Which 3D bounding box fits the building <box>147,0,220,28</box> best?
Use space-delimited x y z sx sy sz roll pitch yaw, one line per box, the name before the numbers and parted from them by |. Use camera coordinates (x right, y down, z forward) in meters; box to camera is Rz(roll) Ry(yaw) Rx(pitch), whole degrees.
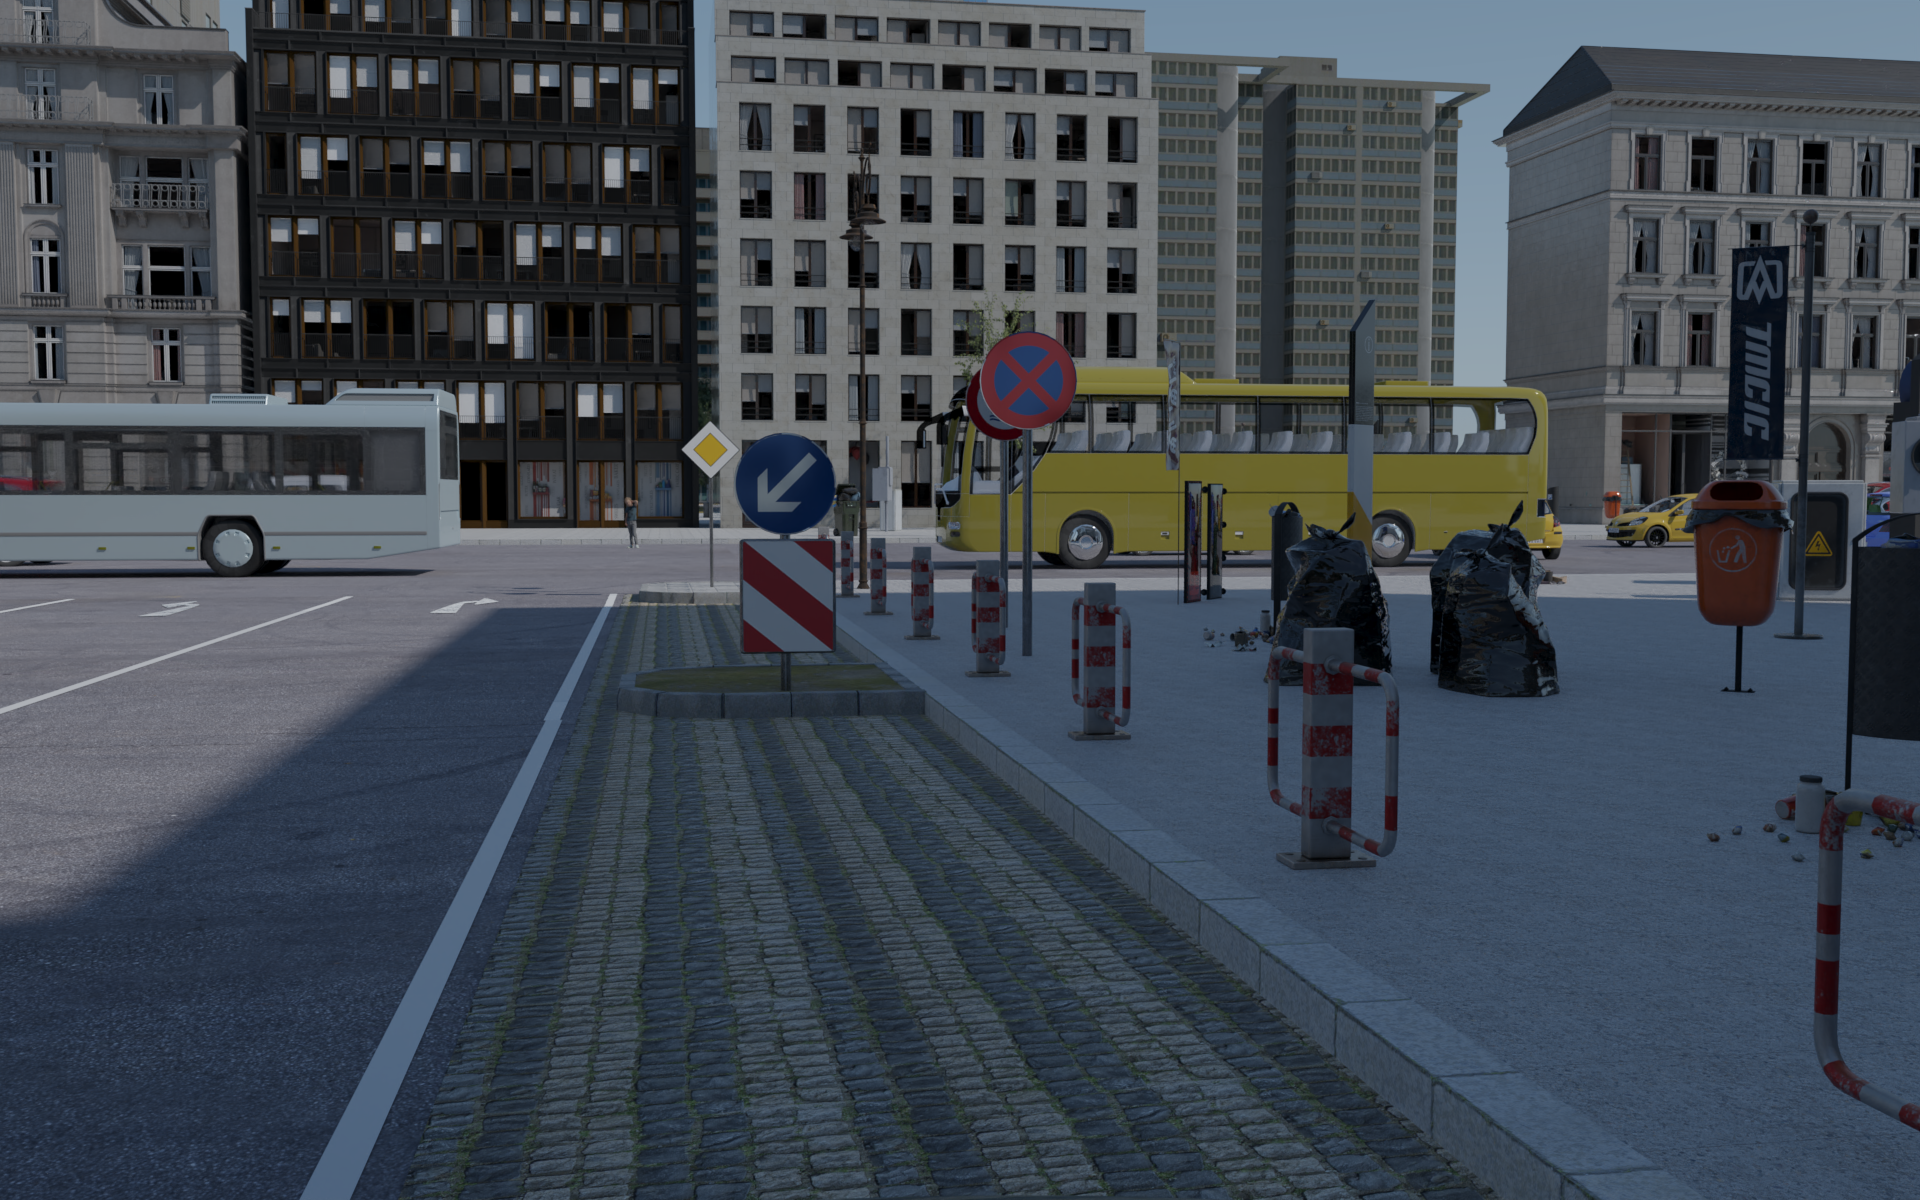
building | -77.611 -33.858 142.811 27.495 52.752 28.713 -1 4 -10

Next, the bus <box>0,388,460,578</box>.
bus | -15.748 -2.166 30.277 13.247 3.499 2.948 -1 4 -8

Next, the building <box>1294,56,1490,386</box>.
building | 30.430 -28.629 159.963 23.993 40.220 32.217 -1 4 -10

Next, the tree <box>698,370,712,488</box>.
tree | -23.881 -14.593 155.610 9.611 12.733 9.660 0 3 0

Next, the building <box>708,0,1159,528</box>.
building | -1.529 -13.200 70.575 16.860 20.320 10.420 -1 4 -10

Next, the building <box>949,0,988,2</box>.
building | -7.498 -56.420 235.131 31.000 86.520 22.319 -1 4 -10

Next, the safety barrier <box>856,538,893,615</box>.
safety barrier | -0.869 -0.252 18.397 0.300 0.817 1.120 -1 4 -10

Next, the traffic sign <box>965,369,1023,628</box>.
traffic sign | 0.423 -1.007 16.568 0.768 2.556 0.104 -1 4 -10

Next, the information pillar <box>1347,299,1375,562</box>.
information pillar | 4.814 -1.800 20.778 0.183 3.616 0.504 3 5 41

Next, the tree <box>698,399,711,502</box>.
tree | -19.436 -11.092 131.714 4.737 8.622 4.395 0 3 0

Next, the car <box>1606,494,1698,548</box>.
car | 19.561 -2.245 46.931 3.980 1.641 2.015 -1 4 -8

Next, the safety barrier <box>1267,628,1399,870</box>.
safety barrier | 1.270 0.507 5.989 0.300 0.817 1.120 -1 4 -10

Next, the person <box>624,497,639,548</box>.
person | -8.698 -2.051 45.938 0.435 1.345 0.340 0 4 8

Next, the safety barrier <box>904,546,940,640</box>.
safety barrier | -0.335 -0.063 15.299 0.300 0.817 1.120 -1 4 -10

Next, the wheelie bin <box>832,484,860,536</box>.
wheelie bin | -3.419 -2.738 52.673 0.980 1.594 0.693 -3 4 -36

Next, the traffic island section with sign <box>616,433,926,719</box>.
traffic island section with sign | -1.358 -0.204 11.957 1.989 1.847 2.006 -1 4 -10

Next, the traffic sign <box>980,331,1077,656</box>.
traffic sign | 0.534 -0.829 13.660 0.768 2.556 0.104 0 4 -4

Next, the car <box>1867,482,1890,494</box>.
car | 28.981 -2.807 54.565 5.304 1.827 2.281 -1 4 -9

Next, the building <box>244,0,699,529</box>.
building | -18.672 -14.660 69.376 15.834 23.373 12.332 -1 4 -10

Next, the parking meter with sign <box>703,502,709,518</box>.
parking meter with sign | -13.041 -5.921 93.061 1.738 3.016 0.543 2 4 30

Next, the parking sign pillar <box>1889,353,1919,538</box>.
parking sign pillar | 13.467 -2.161 23.803 1.447 3.967 1.447 -1 4 -20

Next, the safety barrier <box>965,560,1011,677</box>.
safety barrier | 0.196 0.127 12.199 0.300 0.817 1.120 -1 4 -10

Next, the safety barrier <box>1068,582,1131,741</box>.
safety barrier | 0.732 0.317 9.087 0.300 0.817 1.120 -1 4 -10

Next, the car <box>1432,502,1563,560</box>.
car | 12.057 -1.775 39.237 2.015 1.641 3.980 0 4 -8

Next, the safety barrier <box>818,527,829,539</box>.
safety barrier | -1.935 -0.632 24.603 0.300 0.817 1.120 -1 4 -10

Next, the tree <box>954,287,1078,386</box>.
tree | 1.804 -6.837 62.142 4.737 8.622 4.395 0 3 0

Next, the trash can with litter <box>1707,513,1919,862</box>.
trash can with litter | 4.016 0.285 6.397 2.233 1.210 1.678 2 4 26

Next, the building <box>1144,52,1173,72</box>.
building | 8.389 -27.795 146.328 32.217 40.220 23.993 -1 4 -10

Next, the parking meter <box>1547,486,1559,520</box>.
parking meter | 19.280 -2.931 56.332 0.372 1.533 0.369 0 3 0

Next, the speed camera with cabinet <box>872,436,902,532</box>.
speed camera with cabinet | -2.519 -4.000 59.734 0.660 3.252 2.038 1 4 11

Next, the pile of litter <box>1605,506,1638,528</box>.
pile of litter | 24.939 -3.113 64.869 1.176 0.858 1.719 -1 4 -14

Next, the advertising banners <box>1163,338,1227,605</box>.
advertising banners | 2.769 -1.484 20.452 0.090 3.025 2.074 2 4 28

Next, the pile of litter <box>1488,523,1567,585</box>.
pile of litter | 8.117 -0.694 25.305 1.176 0.858 1.719 -1 4 -13

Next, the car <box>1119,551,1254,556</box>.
car | 5.341 -1.744 41.098 3.894 1.354 1.945 -1 4 -12

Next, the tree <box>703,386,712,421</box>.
tree | -12.889 -9.259 101.743 4.360 8.622 3.978 0 3 0

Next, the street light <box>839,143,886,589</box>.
street light | -1.310 -3.089 23.293 0.468 5.910 1.993 -1 4 -10

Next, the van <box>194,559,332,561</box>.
van | -15.273 -1.908 38.208 4.112 2.044 2.013 -1 4 -11

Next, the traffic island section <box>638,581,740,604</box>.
traffic island section | -3.400 -0.098 23.880 2.009 0.180 2.903 -1 4 -10

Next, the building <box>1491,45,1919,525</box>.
building | 27.305 -13.767 75.995 40.483 20.767 10.553 -1 4 -10

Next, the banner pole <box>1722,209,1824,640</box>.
banner pole | 7.265 -1.554 15.422 0.863 3.779 0.401 2 4 24

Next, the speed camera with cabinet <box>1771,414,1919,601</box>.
speed camera with cabinet | 10.893 -1.621 20.838 2.038 3.252 0.660 1 4 12

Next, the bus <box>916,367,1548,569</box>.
bus | 5.391 -2.623 34.434 12.252 3.916 2.896 -1 4 -9

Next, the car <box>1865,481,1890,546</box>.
car | 18.184 -1.366 31.923 3.694 1.707 1.945 -1 4 -9

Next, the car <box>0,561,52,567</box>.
car | -20.405 -1.599 34.809 5.304 1.827 2.281 -1 4 -8

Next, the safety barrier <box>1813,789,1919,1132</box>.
safety barrier | 1.799 0.697 2.878 0.300 0.817 1.120 -1 4 -10

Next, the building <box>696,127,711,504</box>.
building | -33.456 -37.209 232.065 21.600 48.544 21.300 -1 4 -10

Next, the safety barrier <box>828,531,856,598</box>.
safety barrier | -1.400 -0.442 21.505 0.300 0.817 1.120 -1 4 -10

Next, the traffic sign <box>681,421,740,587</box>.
traffic sign | -3.422 -1.233 23.799 0.795 2.450 0.064 -1 4 -10

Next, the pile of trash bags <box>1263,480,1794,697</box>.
pile of trash bags | 3.717 -0.119 11.701 3.447 1.369 1.912 2 4 30

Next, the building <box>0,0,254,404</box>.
building | -38.260 -13.691 65.646 24.055 21.916 13.314 -1 4 -10
